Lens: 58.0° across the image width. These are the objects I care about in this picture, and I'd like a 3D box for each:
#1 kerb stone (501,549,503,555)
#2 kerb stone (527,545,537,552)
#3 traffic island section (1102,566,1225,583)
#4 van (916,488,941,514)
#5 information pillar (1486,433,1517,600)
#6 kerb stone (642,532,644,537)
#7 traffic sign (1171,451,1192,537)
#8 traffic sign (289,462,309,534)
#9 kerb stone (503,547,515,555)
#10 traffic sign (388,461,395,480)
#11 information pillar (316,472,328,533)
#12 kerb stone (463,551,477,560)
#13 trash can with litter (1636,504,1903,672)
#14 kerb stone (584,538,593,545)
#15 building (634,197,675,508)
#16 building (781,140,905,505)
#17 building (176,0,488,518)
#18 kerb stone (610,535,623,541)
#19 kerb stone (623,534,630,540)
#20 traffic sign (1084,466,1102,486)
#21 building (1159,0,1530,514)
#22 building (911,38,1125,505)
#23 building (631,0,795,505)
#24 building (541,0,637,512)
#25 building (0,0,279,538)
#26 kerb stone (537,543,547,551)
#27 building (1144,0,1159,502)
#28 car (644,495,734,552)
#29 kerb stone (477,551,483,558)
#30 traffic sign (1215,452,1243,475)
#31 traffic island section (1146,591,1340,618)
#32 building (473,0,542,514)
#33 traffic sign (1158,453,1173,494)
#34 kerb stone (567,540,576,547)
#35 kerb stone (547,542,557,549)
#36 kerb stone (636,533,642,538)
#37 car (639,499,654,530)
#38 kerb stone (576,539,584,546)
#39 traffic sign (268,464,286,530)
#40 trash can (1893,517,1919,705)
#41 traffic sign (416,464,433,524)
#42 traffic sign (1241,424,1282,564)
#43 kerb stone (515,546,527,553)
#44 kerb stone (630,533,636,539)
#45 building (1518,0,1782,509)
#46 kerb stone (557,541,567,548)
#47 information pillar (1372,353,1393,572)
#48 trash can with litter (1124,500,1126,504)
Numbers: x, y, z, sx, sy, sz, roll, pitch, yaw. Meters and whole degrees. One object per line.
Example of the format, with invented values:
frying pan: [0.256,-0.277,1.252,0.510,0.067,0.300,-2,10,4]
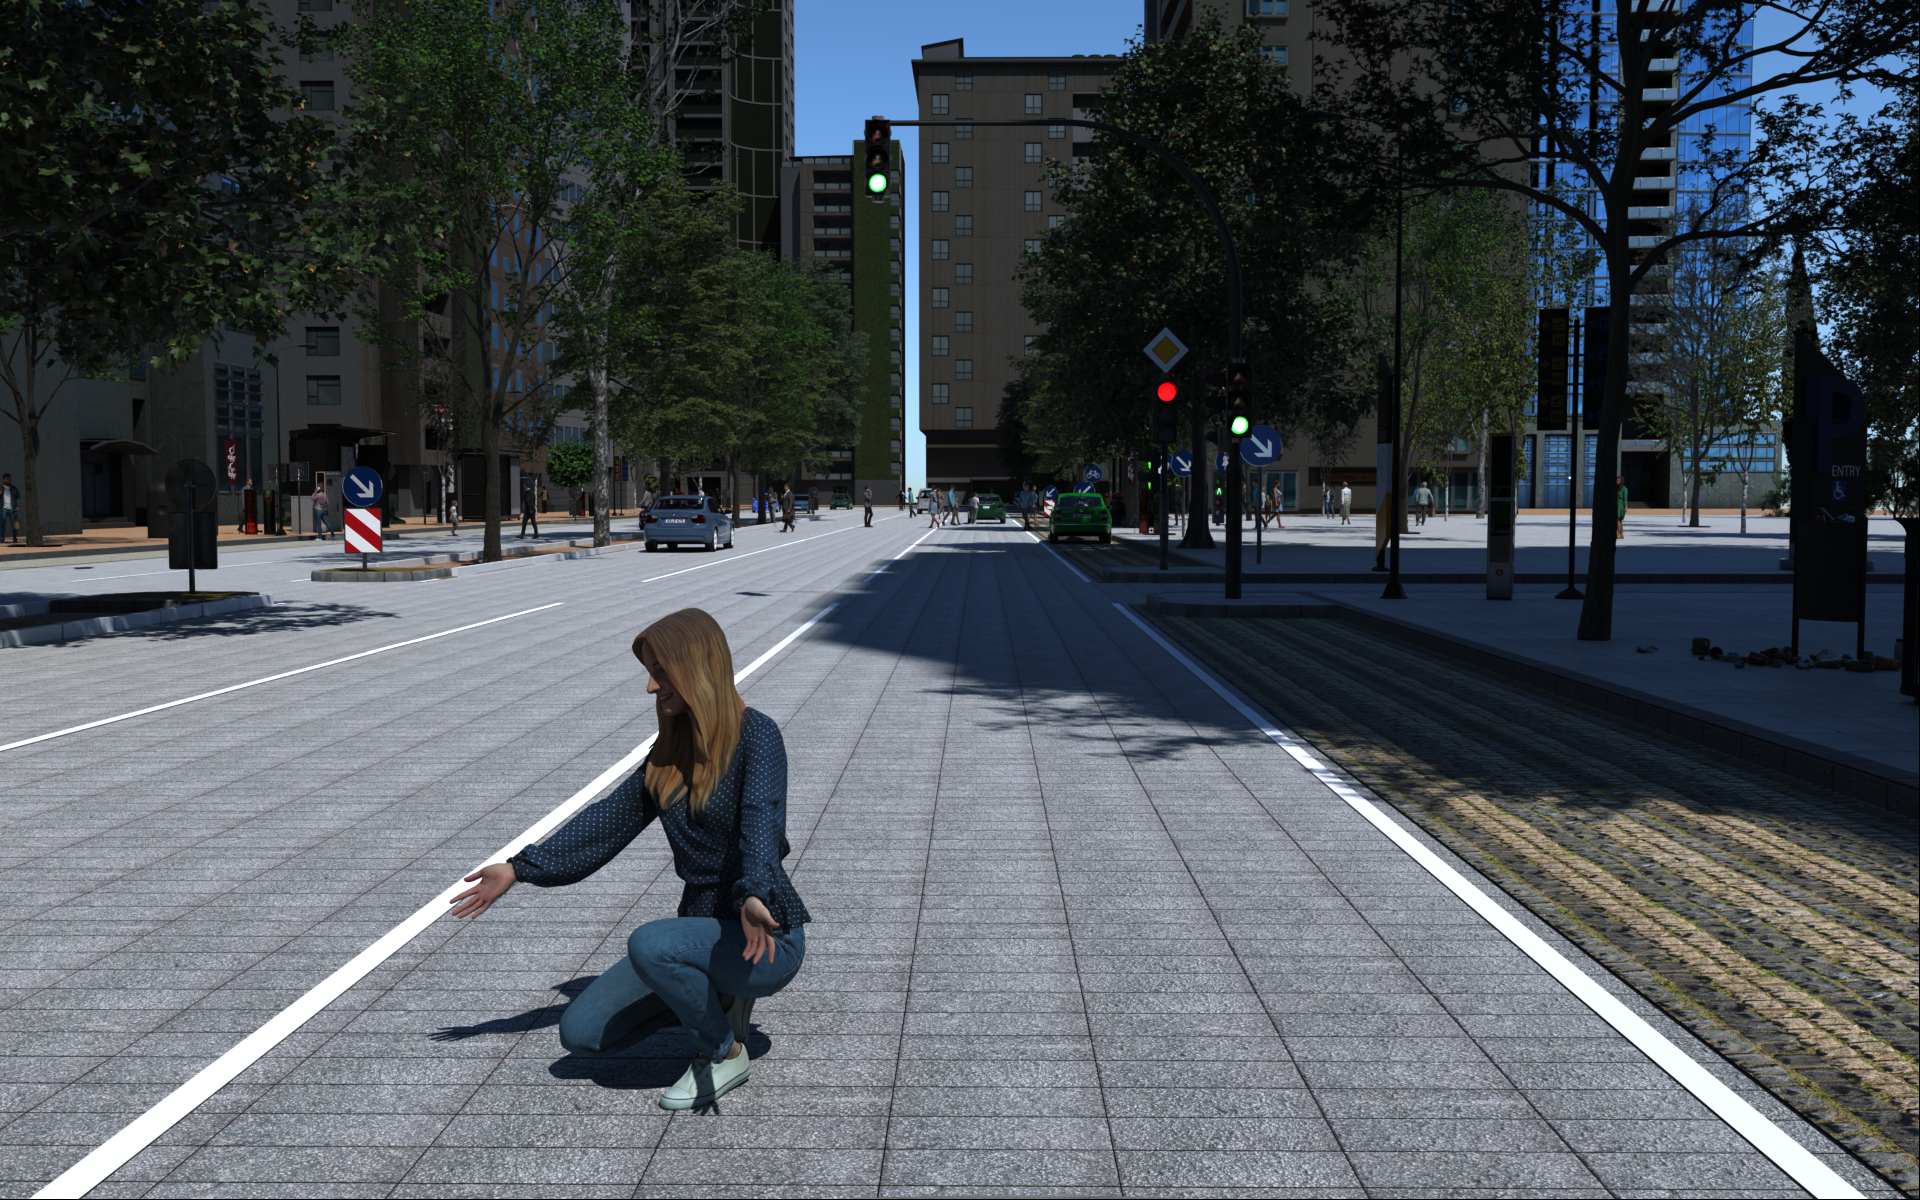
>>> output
kerb stone: [-10.741,-1.073,39.748,0.120,0.150,1.000,0,4,1]
kerb stone: [-10.705,-1.258,42.827,0.120,0.150,1.000,0,4,1]
traffic island section: [3.470,-0.429,29.291,2.009,0.180,2.903,0,4,1]
van: [-2.219,-7.240,125.393,2.013,2.044,4.112,0,4,1]
information pillar: [6.563,-1.009,20.995,0.304,2.012,0.304,1,4,21]
kerb stone: [-10.529,-2.140,57.188,0.120,0.150,1.000,0,4,1]
traffic sign: [6.599,-3.120,51.123,0.768,2.556,0.104,0,4,4]
traffic sign: [-20.960,-3.230,54.943,0.606,2.300,0.079,0,4,3]
kerb stone: [-10.730,-1.130,40.782,0.120,0.150,1.000,0,4,1]
traffic sign: [-21.940,-4.037,66.105,0.768,2.556,0.104,1,4,10]
information pillar: [-21.051,-3.219,57.124,0.304,2.012,0.304,-1,4,-12]
kerb stone: [-10.767,-0.948,37.699,0.120,0.150,1.000,0,4,1]
trash can with litter: [6.333,-0.135,13.267,1.678,1.210,2.233,-2,4,-34]
kerb stone: [-10.628,-1.635,48.977,0.120,0.150,1.000,0,4,1]
building: [-34.921,-24.074,165.304,14.107,30.474,14.160,0,4,1]
building: [-13.574,-31.770,203.034,14.086,41.232,14.154,0,4,1]
building: [-35.308,-19.880,96.735,14.160,30.474,14.107,0,4,1]
kerb stone: [-10.581,-1.887,53.087,0.120,0.150,1.000,0,4,1]
kerb stone: [-10.566,-1.952,54.112,0.120,0.150,1.000,0,4,1]
traffic sign: [5.900,-4.692,76.820,0.768,2.556,0.104,0,4,7]
building: [25.298,-30.266,118.557,21.300,48.544,21.600,0,4,1]
building: [8.457,-37.935,209.472,27.495,52.752,28.713,0,4,1]
building: [-30.879,-46.939,205.709,20.611,71.187,20.563,0,4,1]
building: [-38.298,-36.106,132.339,21.231,58.520,28.212,0,4,1]
building: [-39.172,-45.580,57.910,22.319,86.520,31.000,0,4,1]
kerb stone: [-10.695,-1.320,43.851,0.120,0.150,1.000,0,4,1]
building: [25.710,-36.765,143.109,21.231,58.520,28.212,0,4,1]
car: [-6.887,-1.968,44.186,2.014,1.417,4.499,0,4,1]
kerb stone: [-10.760,-1.011,38.721,0.120,0.150,1.000,0,4,1]
traffic sign: [7.417,-2.915,47.758,0.768,2.556,0.104,0,4,4]
traffic island section: [3.372,0.060,21.307,2.009,0.180,2.903,0,4,1]
building: [-35.429,-28.209,111.335,14.600,45.320,14.200,0,4,1]
traffic sign: [5.970,-3.132,51.319,0.768,2.556,0.104,0,4,5]
kerb stone: [-10.649,-1.511,46.924,0.120,0.150,1.000,0,4,1]
kerb stone: [-10.684,-1.387,44.874,0.120,0.150,1.000,0,4,1]
kerb stone: [-10.537,-2.075,56.164,0.120,0.150,1.000,0,4,1]
car: [-11.844,-3.523,70.176,1.945,1.354,3.894,0,4,2]
kerb stone: [-10.642,-1.575,47.946,0.120,0.150,1.000,0,4,1]
traffic sign: [-23.150,-3.461,58.721,0.606,2.300,0.079,0,4,4]
trash can: [6.045,0.073,10.467,0.748,1.137,0.748,0,3,0]
traffic sign: [-22.821,-4.508,73.805,0.768,2.556,0.104,0,4,7]
traffic sign: [5.496,-1.936,31.763,0.768,2.556,0.104,0,4,8]
kerb stone: [-10.715,-1.199,41.804,0.120,0.150,1.000,0,4,1]
kerb stone: [-10.552,-2.011,55.138,0.120,0.150,1.000,0,4,1]
building: [57.659,-51.749,158.770,31.000,86.520,22.319,0,4,1]
kerb stone: [-10.668,-1.450,45.902,0.120,0.150,1.000,0,4,1]
information pillar: [6.996,-2.276,28.573,0.183,3.616,0.504,0,4,-7]
trash can with litter: [7.231,-3.746,72.637,0.624,1.170,1.055,2,4,35]
